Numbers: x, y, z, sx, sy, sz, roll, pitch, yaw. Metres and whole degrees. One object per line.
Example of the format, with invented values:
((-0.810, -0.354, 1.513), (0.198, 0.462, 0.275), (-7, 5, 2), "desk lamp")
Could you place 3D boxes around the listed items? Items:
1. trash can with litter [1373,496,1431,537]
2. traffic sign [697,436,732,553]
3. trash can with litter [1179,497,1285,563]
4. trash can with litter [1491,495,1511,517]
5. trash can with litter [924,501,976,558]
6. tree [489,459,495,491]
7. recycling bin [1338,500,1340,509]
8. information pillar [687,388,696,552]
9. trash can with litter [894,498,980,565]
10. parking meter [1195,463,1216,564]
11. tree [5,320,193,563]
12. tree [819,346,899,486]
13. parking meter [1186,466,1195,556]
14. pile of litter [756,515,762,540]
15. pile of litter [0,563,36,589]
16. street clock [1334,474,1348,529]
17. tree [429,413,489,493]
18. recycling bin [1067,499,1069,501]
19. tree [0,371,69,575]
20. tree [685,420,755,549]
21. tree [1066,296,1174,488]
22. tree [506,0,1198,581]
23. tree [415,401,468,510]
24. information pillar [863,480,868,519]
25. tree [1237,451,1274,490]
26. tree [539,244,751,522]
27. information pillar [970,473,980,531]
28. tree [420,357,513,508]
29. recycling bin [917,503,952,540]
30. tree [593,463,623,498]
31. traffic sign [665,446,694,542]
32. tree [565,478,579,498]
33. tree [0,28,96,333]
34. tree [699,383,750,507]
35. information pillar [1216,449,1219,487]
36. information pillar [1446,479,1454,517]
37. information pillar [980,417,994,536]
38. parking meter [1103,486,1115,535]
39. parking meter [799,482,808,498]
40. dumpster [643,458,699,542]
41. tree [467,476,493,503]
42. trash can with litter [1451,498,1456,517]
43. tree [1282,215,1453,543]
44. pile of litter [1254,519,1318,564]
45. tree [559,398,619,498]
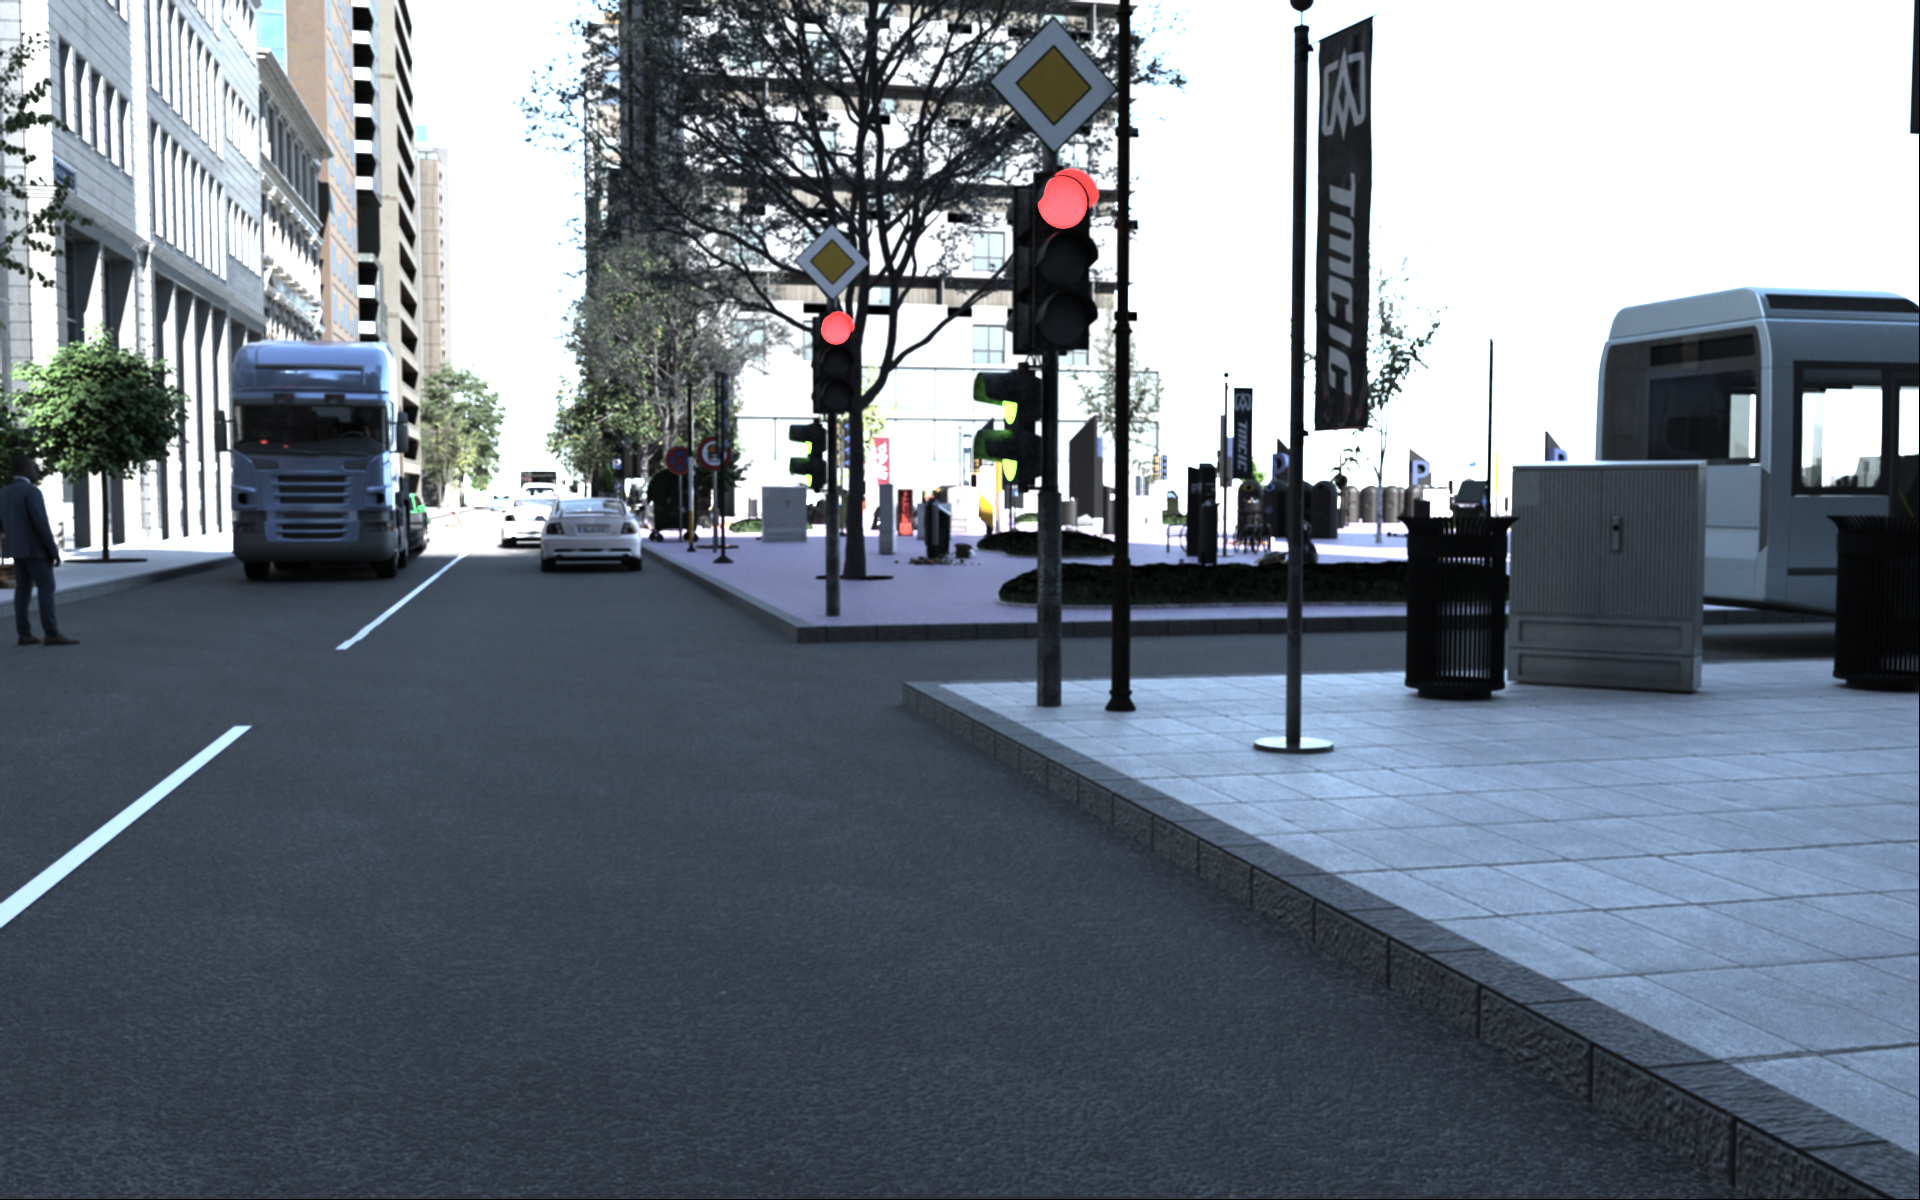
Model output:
((13.592, -2.516, 52.189), (2.233, 1.210, 1.678), (3, 4, 38), "trash can with litter")
((-5.370, -2.312, 37.903), (0.768, 2.556, 0.104), (-1, 4, -13), "traffic sign")
((4.023, -1.014, 27.638), (1.678, 1.210, 2.233), (-1, 4, -13), "trash can with litter")
((30.711, -5.286, 97.475), (1.678, 1.210, 2.233), (0, 4, 8), "trash can with litter")
((-0.204, -1.440, 34.929), (1.055, 1.170, 0.624), (1, 4, 10), "trash can with litter")
((-59.056, -16.056, 212.878), (4.737, 8.622, 4.395), (0, 3, 0), "tree")
((17.016, -4.086, 79.364), (0.722, 1.027, 0.722), (-2, 4, -34), "recycling bin")
((-6.011, -2.894, 38.672), (0.183, 3.616, 0.504), (0, 4, -6), "information pillar")
((-0.375, -1.296, 32.248), (1.678, 1.210, 2.233), (0, 4, 6), "trash can with litter")
((4.572, -1.611, 32.043), (0.255, 1.863, 0.399), (0, 4, -6), "parking meter")
((-16.303, -2.998, 32.729), (4.285, 4.588, 4.351), (0, 3, 0), "tree")
((-4.966, -8.338, 86.696), (4.737, 8.622, 4.395), (0, 3, 0), "tree")
((4.907, -1.842, 35.834), (0.399, 1.863, 0.255), (1, 4, 20), "parking meter")
((-5.127, -2.122, 48.654), (1.176, 0.858, 1.719), (-1, 4, -13), "pile of litter")
((-13.296, -0.618, 24.067), (1.176, 0.858, 1.719), (0, 4, -7), "pile of litter")
((14.058, -3.628, 63.894), (0.471, 2.002, 0.358), (3, 5, 44), "street clock")
((-44.011, -12.273, 151.018), (4.737, 8.622, 4.395), (0, 3, 0), "tree")
((5.390, -4.508, 86.261), (0.722, 1.027, 0.722), (-3, 4, -39), "recycling bin")
((-15.042, -1.989, 27.116), (1.663, 3.219, 1.824), (0, 3, 0), "tree")
((-5.675, -2.855, 41.280), (1.663, 3.219, 1.824), (0, 3, 0), "tree")
((5.984, -6.947, 63.944), (4.360, 8.622, 3.978), (0, 3, 0), "tree")
((-1.475, -7.062, 25.830), (12.009, 13.543, 11.850), (0, 3, 0), "tree")
((-40.847, -11.438, 137.378), (4.360, 8.622, 3.978), (0, 3, 0), "tree")
((-4.978, -5.242, 90.198), (0.304, 2.012, 0.304), (0, 4, 7), "information pillar")
((13.200, -5.090, 77.820), (1.663, 3.219, 1.824), (0, 3, 0), "tree")
((-14.237, -9.872, 78.422), (9.611, 12.733, 9.660), (0, 3, 0), "tree")
((0.532, -3.434, 60.640), (0.304, 2.012, 0.304), (1, 4, 19), "information pillar")
((-46.332, -15.521, 160.420), (9.857, 13.997, 8.962), (0, 3, 0), "tree")
((-0.723, -2.209, 48.663), (0.722, 1.027, 0.722), (3, 5, 43), "recycling bin")
((-19.407, -6.207, 96.091), (1.663, 3.219, 1.824), (0, 3, 0), "tree")
((-7.428, -2.805, 45.975), (0.768, 2.556, 0.104), (0, 4, -5), "traffic sign")
((-43.149, -12.188, 193.872), (1.663, 3.219, 1.824), (0, 3, 0), "tree")
((-12.507, -4.253, 19.897), (4.737, 8.622, 4.395), (0, 3, 0), "tree")
((-12.747, -8.379, 87.365), (4.360, 8.622, 3.978), (0, 3, 0), "tree")
((13.435, -5.988, 89.253), (0.504, 3.616, 0.183), (0, 4, -6), "information pillar")
((24.462, -5.017, 86.521), (0.304, 2.012, 0.304), (0, 4, 1), "information pillar")
((0.823, -3.737, 52.452), (0.504, 3.616, 0.183), (-2, 4, -32), "information pillar")
((4.685, -2.820, 54.523), (0.372, 1.533, 0.369), (0, 3, 0), "parking meter")
((-7.836, -4.950, 86.649), (0.399, 1.863, 0.255), (1, 4, 12), "parking meter")
((-7.815, -2.728, 47.104), (1.502, 2.255, 1.985), (-1, 4, -13), "dumpster")
((-67.369, -15.879, 243.328), (4.285, 4.588, 4.351), (0, 3, 0), "tree")
((20.009, -3.507, 68.734), (0.624, 1.170, 1.055), (-3, 5, -42), "trash can with litter")
((10.930, -5.836, 45.788), (4.360, 8.622, 3.978), (0, 3, 0), "tree")
((5.615, -0.979, 29.972), (1.176, 0.858, 1.719), (3, 4, 38), "pile of litter")
((-26.921, -10.739, 125.938), (4.360, 8.622, 3.978), (0, 3, 0), "tree")
